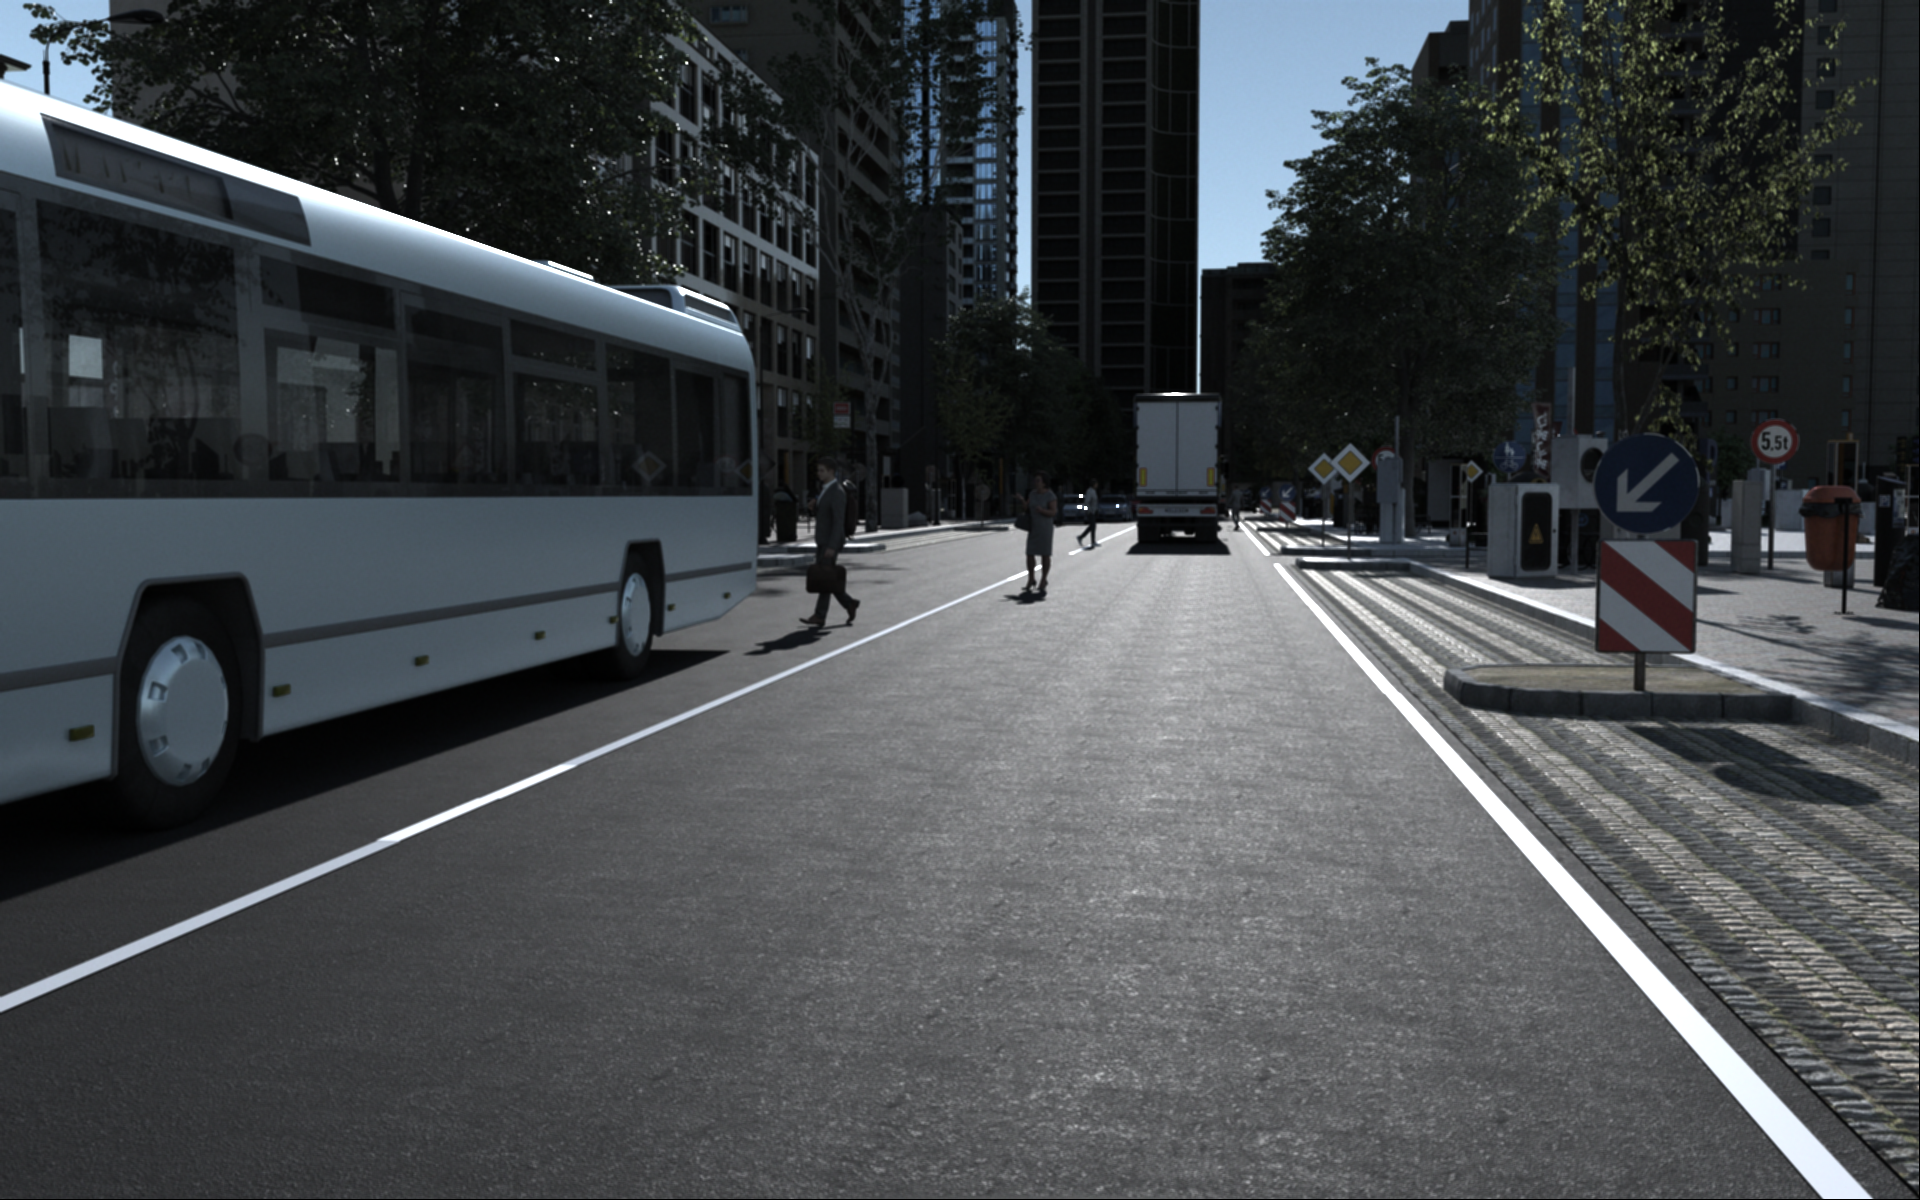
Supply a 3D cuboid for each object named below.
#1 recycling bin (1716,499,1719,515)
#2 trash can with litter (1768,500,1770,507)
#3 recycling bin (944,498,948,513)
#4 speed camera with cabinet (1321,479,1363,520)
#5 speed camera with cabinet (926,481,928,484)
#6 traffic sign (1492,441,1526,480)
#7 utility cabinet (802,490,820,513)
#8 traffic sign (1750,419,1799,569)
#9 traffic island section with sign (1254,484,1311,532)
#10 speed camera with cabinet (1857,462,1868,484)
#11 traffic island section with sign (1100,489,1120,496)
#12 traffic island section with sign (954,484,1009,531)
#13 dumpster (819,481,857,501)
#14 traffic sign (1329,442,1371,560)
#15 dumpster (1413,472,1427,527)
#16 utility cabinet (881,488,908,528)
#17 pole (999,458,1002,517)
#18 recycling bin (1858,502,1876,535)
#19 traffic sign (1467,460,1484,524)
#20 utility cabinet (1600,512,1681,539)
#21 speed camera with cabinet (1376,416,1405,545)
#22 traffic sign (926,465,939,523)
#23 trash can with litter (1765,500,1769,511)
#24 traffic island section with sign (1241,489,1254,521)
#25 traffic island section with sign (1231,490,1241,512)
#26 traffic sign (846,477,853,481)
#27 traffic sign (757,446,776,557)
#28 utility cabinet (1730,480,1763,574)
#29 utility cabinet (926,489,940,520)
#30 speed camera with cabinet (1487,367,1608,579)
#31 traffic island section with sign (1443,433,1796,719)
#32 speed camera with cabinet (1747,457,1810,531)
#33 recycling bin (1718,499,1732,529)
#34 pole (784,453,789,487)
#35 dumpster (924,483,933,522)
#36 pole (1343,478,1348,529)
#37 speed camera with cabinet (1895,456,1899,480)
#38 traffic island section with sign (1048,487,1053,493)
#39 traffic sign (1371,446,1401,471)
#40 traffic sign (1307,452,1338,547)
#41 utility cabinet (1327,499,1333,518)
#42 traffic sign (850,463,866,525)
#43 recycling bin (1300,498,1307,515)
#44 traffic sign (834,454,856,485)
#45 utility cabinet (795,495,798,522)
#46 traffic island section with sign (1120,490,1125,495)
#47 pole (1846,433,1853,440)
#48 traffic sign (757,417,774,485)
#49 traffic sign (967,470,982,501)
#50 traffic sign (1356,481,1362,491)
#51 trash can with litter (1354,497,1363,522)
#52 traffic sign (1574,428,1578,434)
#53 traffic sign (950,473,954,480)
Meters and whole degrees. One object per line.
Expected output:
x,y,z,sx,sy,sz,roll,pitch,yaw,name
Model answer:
41.833,-5.027,94.739,0.722,1.027,0.722,3,5,44,recycling bin
38.354,-4.296,81.625,1.055,1.170,0.624,-3,5,-44,trash can with litter
-0.630,-6.418,117.482,0.722,1.027,0.722,1,4,21,recycling bin
18.814,-5.554,85.145,2.038,3.252,0.660,0,4,4,speed camera with cabinet
-2.844,-6.299,97.324,2.038,3.252,0.660,2,4,24,speed camera with cabinet
13.115,-2.527,41.425,0.768,2.556,0.104,1,4,12,traffic sign
-8.907,-5.857,104.441,1.173,1.500,0.318,-1,4,-9,utility cabinet
13.804,-1.793,29.424,0.768,2.556,0.104,1,4,11,traffic sign
12.331,-3.509,65.997,1.989,1.847,2.006,1,4,8,traffic island section with sign
55.815,-6.961,108.156,0.660,3.252,2.038,0,4,-3,speed camera with cabinet
12.050,-8.291,144.188,1.989,1.847,2.006,1,4,8,traffic island section with sign
0.873,-3.613,67.698,1.989,1.847,2.006,1,4,8,traffic island section with sign
-4.928,-3.917,69.806,1.264,1.857,1.865,1,4,8,dumpster
7.574,-1.837,33.683,0.795,2.450,0.064,1,4,8,traffic sign
17.576,-4.000,67.900,1.502,2.255,1.985,1,4,8,dumpster
-2.449,-3.444,64.988,1.173,1.500,0.318,3,5,43,utility cabinet
2.299,-6.369,97.978,0.158,3.312,0.155,0,3,0,pole
28.412,-2.574,54.641,0.722,1.027,0.722,3,4,38,recycling bin
17.179,-3.489,58.224,0.795,2.450,0.064,1,4,17,traffic sign
9.807,-0.998,24.990,1.173,1.500,0.318,-1,4,-18,utility cabinet
11.099,-3.075,44.612,0.660,3.252,2.038,1,4,19,speed camera with cabinet
-1.295,-4.653,76.185,0.768,2.556,0.104,1,4,13,traffic sign
48.762,-5.707,104.362,1.678,1.210,2.233,-1,4,-20,trash can with litter
16.236,-5.146,92.770,1.989,1.847,2.006,1,4,8,traffic island section with sign
23.483,-8.178,142.345,1.989,1.847,2.006,1,4,8,traffic island section with sign
-4.758,-4.375,71.542,0.884,2.594,0.081,1,4,9,traffic sign
-4.143,-1.943,35.409,0.795,2.450,0.064,1,4,8,traffic sign
12.752,-1.185,28.062,0.318,1.500,1.173,1,4,17,utility cabinet
-1.544,-4.563,83.290,1.173,1.500,0.318,1,4,10,utility cabinet
9.049,-1.975,26.622,2.038,3.252,0.660,-2,4,-30,speed camera with cabinet
4.446,-0.207,12.005,1.989,1.847,2.006,1,4,8,traffic island section with sign
29.124,-4.115,61.621,0.660,3.252,2.038,-3,4,-36,speed camera with cabinet
28.326,-3.107,63.349,0.722,1.027,0.722,3,5,41,recycling bin
-8.551,-5.598,85.369,0.158,3.312,0.155,0,3,0,pole
-1.983,-4.428,78.149,1.264,1.857,1.865,1,4,8,dumpster
14.296,-4.302,64.183,0.158,3.312,0.155,0,3,0,pole
48.407,-5.849,89.973,0.660,3.252,2.038,2,4,31,speed camera with cabinet
4.769,-5.244,94.372,1.989,1.847,2.006,1,4,8,traffic island section with sign
11.307,-2.808,46.022,0.768,2.556,0.104,1,4,18,traffic sign
8.729,-2.321,41.584,0.795,2.450,0.064,1,4,8,traffic sign
19.893,-5.108,92.193,1.173,1.500,0.318,-2,4,-32,utility cabinet
-4.185,-4.317,70.685,0.768,2.556,0.104,1,4,9,traffic sign
20.918,-5.603,104.163,0.722,1.027,0.722,2,4,30,recycling bin
-2.989,-2.426,43.311,0.795,2.450,0.064,1,4,8,traffic sign
-7.777,-4.087,77.987,1.020,1.237,0.306,2,4,30,utility cabinet
15.995,-9.941,171.157,1.989,1.847,2.006,1,4,8,traffic island section with sign
29.572,-3.903,57.664,0.158,3.312,0.155,0,3,0,pole
-6.039,-3.208,46.321,2.265,3.308,0.079,1,4,17,traffic sign
0.797,-5.502,89.964,0.884,2.594,0.081,1,4,16,traffic sign
21.407,-5.645,92.400,0.768,2.556,0.104,1,4,15,traffic sign
18.514,-4.182,79.767,1.055,1.170,0.624,0,4,8,trash can with litter
12.027,-2.080,34.009,0.884,2.594,0.081,1,4,15,traffic sign
-0.190,-6.100,99.847,0.768,2.556,0.104,1,4,12,traffic sign
